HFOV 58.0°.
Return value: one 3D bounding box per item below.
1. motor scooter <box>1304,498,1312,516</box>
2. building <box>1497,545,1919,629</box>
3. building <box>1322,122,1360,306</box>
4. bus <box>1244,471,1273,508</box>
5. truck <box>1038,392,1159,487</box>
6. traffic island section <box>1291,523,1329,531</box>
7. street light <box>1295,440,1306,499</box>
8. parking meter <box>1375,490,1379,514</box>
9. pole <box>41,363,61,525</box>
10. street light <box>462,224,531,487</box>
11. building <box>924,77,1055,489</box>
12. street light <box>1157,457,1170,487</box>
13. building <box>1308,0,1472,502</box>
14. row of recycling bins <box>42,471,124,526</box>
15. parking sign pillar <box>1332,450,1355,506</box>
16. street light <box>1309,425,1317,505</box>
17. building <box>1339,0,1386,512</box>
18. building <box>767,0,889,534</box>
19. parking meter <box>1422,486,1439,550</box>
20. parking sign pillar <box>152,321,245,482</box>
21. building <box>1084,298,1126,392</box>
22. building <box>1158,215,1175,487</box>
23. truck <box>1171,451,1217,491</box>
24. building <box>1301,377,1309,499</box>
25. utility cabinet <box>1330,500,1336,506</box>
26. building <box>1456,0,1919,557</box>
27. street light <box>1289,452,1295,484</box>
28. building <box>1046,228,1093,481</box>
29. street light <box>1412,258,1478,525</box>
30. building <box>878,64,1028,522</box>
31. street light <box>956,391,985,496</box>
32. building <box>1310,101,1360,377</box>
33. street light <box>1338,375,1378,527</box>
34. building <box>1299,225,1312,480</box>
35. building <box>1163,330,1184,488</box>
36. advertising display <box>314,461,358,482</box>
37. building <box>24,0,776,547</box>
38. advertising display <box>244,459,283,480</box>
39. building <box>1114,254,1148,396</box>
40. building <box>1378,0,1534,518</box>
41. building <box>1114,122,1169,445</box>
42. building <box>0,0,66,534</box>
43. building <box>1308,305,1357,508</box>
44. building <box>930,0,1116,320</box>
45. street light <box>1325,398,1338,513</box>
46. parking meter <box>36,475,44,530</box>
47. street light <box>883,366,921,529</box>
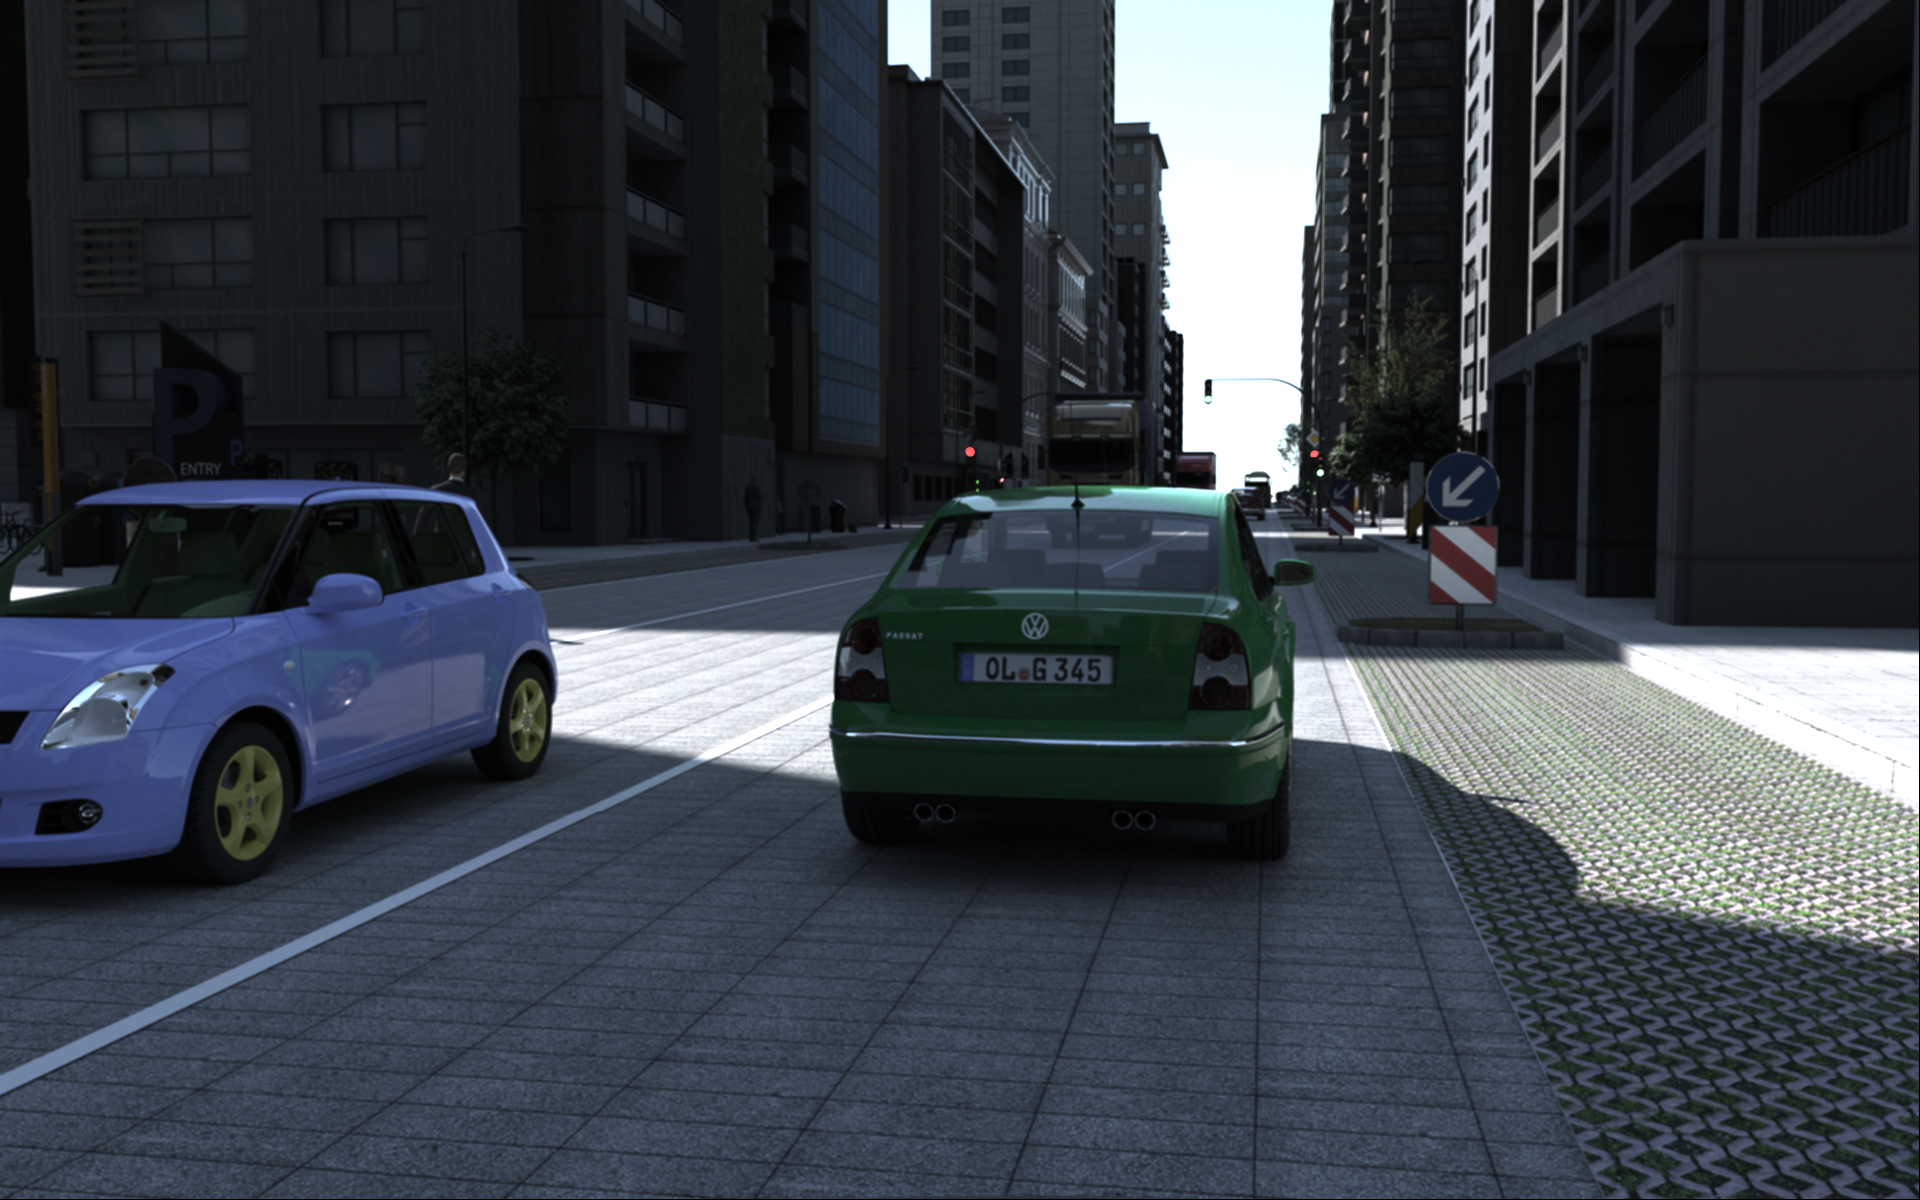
[{"bbox_3d":[22.151,-5.964,110.296,0.815,1.314,1.986,1,4,10],"label":"motor scooter"},{"bbox_3d":[17.785,-35.421,17.382,20.563,71.187,20.611,1,4,10],"label":"building"},{"bbox_3d":[47.262,-31.122,192.434,14.154,41.232,14.086,1,4,10],"label":"building"},{"bbox_3d":[32.021,-11.892,185.981,2.896,3.916,12.252,1,4,11],"label":"bus"},{"bbox_3d":[4.200,-3.735,49.979,2.839,4.237,11.283,1,4,9],"label":"truck"},{"bbox_3d":[15.466,-3.261,75.602,2.009,0.180,2.903,1,4,10],"label":"traffic island section"},{"bbox_3d":[31.574,-11.351,158.132,1.470,5.913,1.316,1,4,10],"label":"street light"},{"bbox_3d":[26.412,-6.221,110.129,0.372,1.533,0.369,0,3,0],"label":"parking meter"},{"bbox_3d":[-14.208,-2.033,27.087,0.158,3.312,0.155,0,3,0],"label":"pole"},{"bbox_3d":[-8.075,-3.519,30.076,1.470,5.913,1.316,1,4,10],"label":"street light"},{"bbox_3d":[-1.317,-20.380,119.117,13.634,28.700,20.117,1,4,10],"label":"building"},{"bbox_3d":[25.543,-15.107,219.536,1.470,5.913,1.316,1,4,10],"label":"street light"},{"bbox_3d":[59.762,-49.159,241.999,20.563,71.187,20.611,1,4,10],"label":"building"},{"bbox_3d":[-15.144,-1.509,31.787,1.069,1.692,3.534,2,4,26],"label":"row of recycling bins"},{"bbox_3d":[23.206,-7.116,104.821,1.447,3.967,1.447,3,5,39],"label":"parking sign pillar"},{"bbox_3d":[24.167,-8.800,116.429,1.470,5.913,1.316,1,4,10],"label":"street light"},{"bbox_3d":[40.632,-29.209,132.188,22.147,44.769,28.867,1,4,10],"label":"building"},{"bbox_3d":[-11.041,-25.248,62.915,14.200,45.320,14.600,1,4,10],"label":"building"},{"bbox_3d":[10.864,-1.930,39.962,0.372,1.533,0.369,0,3,0],"label":"parking meter"},{"bbox_3d":[-11.790,-2.346,26.821,1.447,3.967,1.447,1,4,11],"label":"parking sign pillar"},{"bbox_3d":[1.123,-19.825,169.176,27.650,21.520,28.899,1,4,10],"label":"building"},{"bbox_3d":[22.362,-40.339,279.155,23.786,49.044,30.456,1,4,10],"label":"building"},{"bbox_3d":[15.833,-7.784,116.186,2.839,4.237,11.283,1,4,10],"label":"truck"},{"bbox_3d":[66.941,-25.829,267.337,27.650,21.520,28.899,1,4,10],"label":"building"},{"bbox_3d":[21.770,-5.653,101.103,0.318,1.500,1.173,1,4,14],"label":"utility cabinet"},{"bbox_3d":[25.183,-37.115,45.075,20.563,71.187,20.611,1,4,10],"label":"building"},{"bbox_3d":[37.369,-13.358,190.946,1.470,5.913,1.316,1,4,10],"label":"street light"},{"bbox_3d":[4.144,-18.944,138.614,11.050,23.489,19.941,1,4,10],"label":"building"},{"bbox_3d":[9.595,-3.770,34.186,1.470,5.913,1.316,1,4,10],"label":"street light"},{"bbox_3d":[-5.363,-16.845,94.481,14.314,24.678,30.058,1,4,10],"label":"building"},{"bbox_3d":[0.411,-6.452,78.029,1.470,5.913,1.316,1,4,10],"label":"street light"},{"bbox_3d":[53.880,-35.806,209.127,21.300,48.544,21.600,1,4,10],"label":"building"},{"bbox_3d":[15.560,-5.799,67.349,1.470,5.913,1.316,1,4,10],"label":"street light"},{"bbox_3d":[68.444,-40.877,292.038,21.300,48.544,21.600,1,4,10],"label":"building"},{"bbox_3d":[31.424,-32.355,300.705,14.160,30.474,14.107,1,4,10],"label":"building"},{"bbox_3d":[-12.151,-1.746,33.761,0.974,1.923,0.123,1,4,22],"label":"advertising display"},{"bbox_3d":[-13.600,-22.098,44.889,14.154,41.232,14.086,1,4,10],"label":"building"},{"bbox_3d":[-12.807,-1.627,31.823,0.123,1.923,0.974,1,4,18],"label":"advertising display"},{"bbox_3d":[15.184,-26.792,209.752,14.160,30.474,14.107,1,4,10],"label":"building"},{"bbox_3d":[30.806,-19.913,97.287,14.160,30.474,14.107,1,4,10],"label":"building"},{"bbox_3d":[15.059,-40.472,250.963,28.713,52.752,27.495,1,4,10],"label":"building"},{"bbox_3d":[-40.160,-32.023,65.569,28.212,58.520,21.231,1,4,10],"label":"building"},{"bbox_3d":[49.209,-19.931,170.904,27.650,21.520,28.899,1,4,10],"label":"building"},{"bbox_3d":[8.699,-46.073,191.542,20.563,71.187,20.611,1,4,10],"label":"building"},{"bbox_3d":[18.357,-6.794,83.618,1.470,5.913,1.316,1,4,10],"label":"street light"},{"bbox_3d":[-27.650,-2.848,52.280,0.255,1.863,0.399,0,4,-5],"label":"parking meter"},{"bbox_3d":[-2.119,-5.548,63.251,1.470,5.913,1.316,1,4,10],"label":"street light"}]
